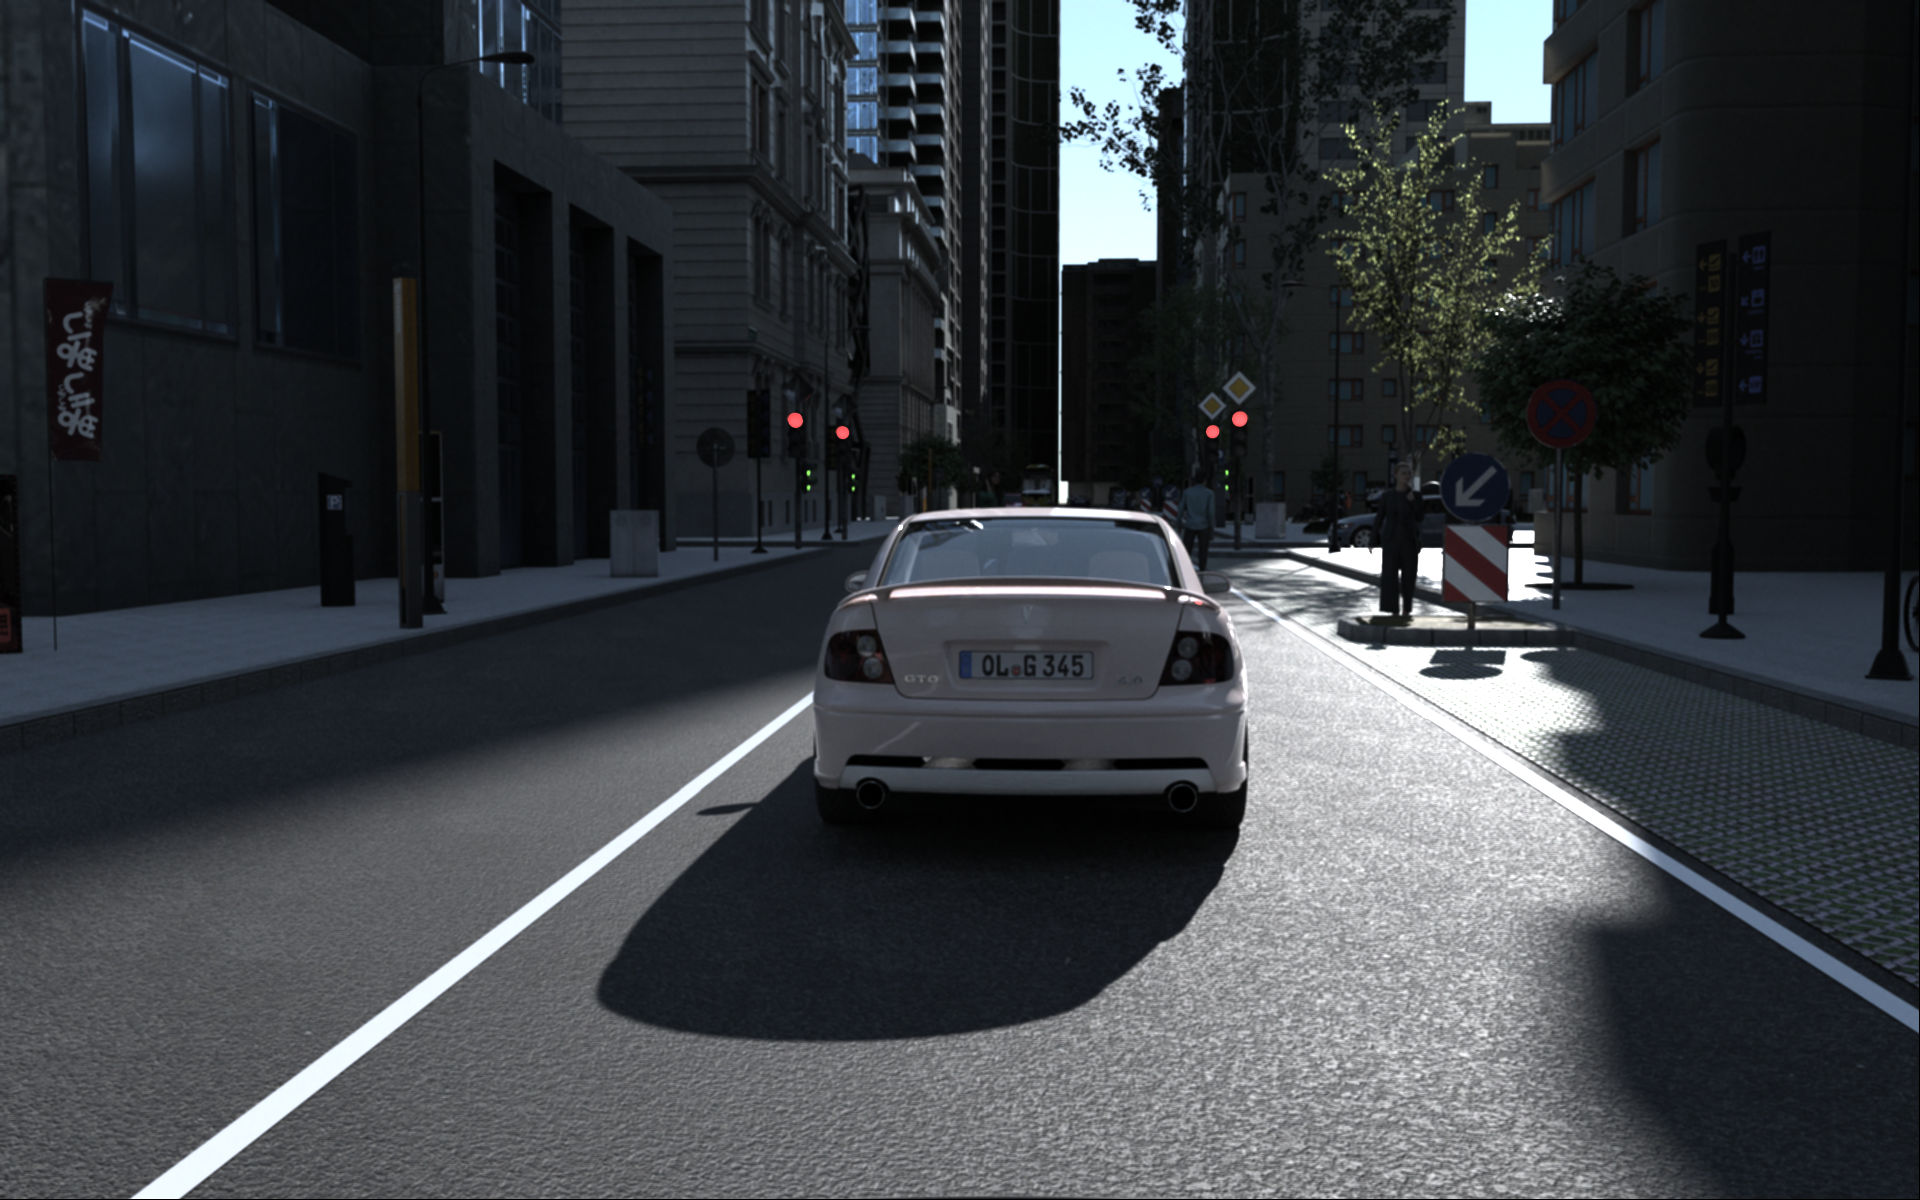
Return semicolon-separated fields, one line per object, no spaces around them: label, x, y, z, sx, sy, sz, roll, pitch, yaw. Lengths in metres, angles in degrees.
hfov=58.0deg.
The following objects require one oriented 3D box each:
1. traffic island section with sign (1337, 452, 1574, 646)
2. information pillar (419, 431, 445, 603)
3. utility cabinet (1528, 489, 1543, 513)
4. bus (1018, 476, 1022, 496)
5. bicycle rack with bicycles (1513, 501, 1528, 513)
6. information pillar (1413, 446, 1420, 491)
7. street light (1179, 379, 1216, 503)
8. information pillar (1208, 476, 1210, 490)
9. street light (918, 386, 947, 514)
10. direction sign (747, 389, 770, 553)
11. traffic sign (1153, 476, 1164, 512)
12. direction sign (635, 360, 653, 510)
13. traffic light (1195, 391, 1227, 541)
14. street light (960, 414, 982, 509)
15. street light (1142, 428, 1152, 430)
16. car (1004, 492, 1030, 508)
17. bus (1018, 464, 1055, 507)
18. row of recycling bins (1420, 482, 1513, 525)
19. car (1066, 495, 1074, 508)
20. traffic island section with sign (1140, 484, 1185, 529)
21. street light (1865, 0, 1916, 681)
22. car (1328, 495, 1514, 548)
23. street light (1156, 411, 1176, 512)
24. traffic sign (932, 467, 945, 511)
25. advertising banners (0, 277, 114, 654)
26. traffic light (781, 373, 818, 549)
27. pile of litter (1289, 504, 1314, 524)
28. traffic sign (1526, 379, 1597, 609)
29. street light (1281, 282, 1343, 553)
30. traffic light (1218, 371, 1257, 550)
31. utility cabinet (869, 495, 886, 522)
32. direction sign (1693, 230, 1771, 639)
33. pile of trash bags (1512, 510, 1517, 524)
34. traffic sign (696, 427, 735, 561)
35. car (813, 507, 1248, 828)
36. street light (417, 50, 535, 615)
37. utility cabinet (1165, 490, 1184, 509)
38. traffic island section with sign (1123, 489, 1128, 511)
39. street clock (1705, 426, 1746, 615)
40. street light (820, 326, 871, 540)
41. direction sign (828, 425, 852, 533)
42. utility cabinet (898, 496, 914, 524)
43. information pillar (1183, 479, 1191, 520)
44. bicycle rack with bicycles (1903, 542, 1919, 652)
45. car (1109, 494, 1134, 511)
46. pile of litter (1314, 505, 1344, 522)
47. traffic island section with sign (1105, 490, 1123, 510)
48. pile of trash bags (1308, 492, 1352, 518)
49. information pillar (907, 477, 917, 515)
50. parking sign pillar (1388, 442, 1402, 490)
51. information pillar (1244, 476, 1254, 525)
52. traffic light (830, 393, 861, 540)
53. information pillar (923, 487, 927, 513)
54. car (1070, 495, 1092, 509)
traffic island section with sign;4.835;-0.526;17.227;1.989;1.847;2.006;0;4;4
information pillar;-6.269;-0.966;20.287;0.304;2.012;0.304;2;4;25
utility cabinet;26.616;-4.319;79.289;1.173;1.500;0.318;-1;4;-15
bus;7.417;-10.700;166.496;2.896;3.916;12.252;0;4;5
bicycle rack with bicycles;28.183;-4.667;89.686;2.852;0.926;2.925;2;4;35
information pillar;22.201;-5.681;84.236;0.504;3.616;0.183;-3;4;-39
street light;9.736;-5.963;70.033;1.470;5.913;1.316;0;4;4
information pillar;10.419;-4.152;72.385;0.304;2.012;0.304;2;4;34
street light;-1.237;-6.240;74.569;1.470;5.913;1.316;0;4;4
direction sign;-4.366;-2.790;37.606;0.379;3.537;0.876;-3;4;-39
traffic sign;13.908;-7.432;121.626;0.768;2.556;0.104;1;4;10
direction sign;-5.410;-2.308;29.739;0.379;3.537;0.876;0;4;7
traffic light;6.886;-3.585;47.531;0.839;4.253;0.868;0;4;4
street light;0.596;-7.836;100.665;1.470;5.913;1.316;0;4;4
street light;13.578;-9.165;122.395;1.470;5.913;1.316;0;4;4
car;2.234;-4.441;81.645;2.155;1.783;4.494;0;4;4
bus;6.681;-9.525;147.285;2.896;3.916;12.252;0;4;4
row of recycling bins;17.470;-3.229;59.915;3.534;1.692;1.069;-1;4;-18
car;11.715;-9.938;174.842;2.083;1.381;4.827;0;4;3
traffic island section with sign;8.618;-3.887;72.183;1.989;1.847;2.006;0;4;4
street light;5.942;-2.410;11.941;1.470;5.913;1.316;0;4;4
car;11.476;-1.913;43.272;4.499;1.417;2.014;0;4;2
street light;11.753;-7.558;96.117;1.470;5.913;1.316;0;4;4
traffic sign;-1.082;-5.004;81.924;0.768;2.556;0.104;1;4;12
advertising banners;-7.793;-1.074;13.740;2.074;3.025;0.090;-3;4;-38
traffic light;-3.752;-3.139;40.241;0.839;4.253;0.868;0;4;4
pile of litter;15.273;-3.784;75.829;1.719;0.858;1.176;1;4;11
traffic sign;6.645;-1.169;19.223;0.768;2.556;0.104;0;4;4
street light;7.721;-4.006;38.041;1.470;5.913;1.316;0;4;4
traffic light;6.337;-3.097;39.564;0.839;4.253;0.868;0;4;4
utility cabinet;-3.834;-4.270;80.971;0.306;1.237;1.020;2;4;30
direction sign;6.819;-1.431;15.386;0.379;3.537;0.876;-1;4;-17
pile of trash bags;21.925;-3.937;74.124;3.447;1.369;1.912;0;4;-4
traffic sign;-4.669;-2.016;33.069;0.768;2.556;0.104;1;4;10
car;0.385;0.214;8.856;2.083;1.381;4.827;0;4;3
street light;-5.149;-2.801;18.336;1.470;5.913;1.316;0;4;4
utility cabinet;13.263;-6.012;106.975;1.173;1.500;0.318;-2;4;-25
traffic island section with sign;10.497;-5.542;99.240;1.989;1.847;2.006;0;4;4
street clock;8.129;-0.848;18.428;0.471;2.002;0.358;-3;5;-41
street light;-3.170;-4.621;48.096;1.470;5.913;1.316;0;4;4
direction sign;-3.999;-3.992;57.269;0.876;3.537;0.379;-2;4;-25
utility cabinet;-2.204;-3.664;71.062;0.306;1.237;1.020;1;4;21
information pillar;11.196;-4.951;85.435;0.304;2.012;0.304;1;4;17
bicycle rack with bicycles;8.424;0.046;12.627;2.852;0.926;2.925;1;4;18
car;13.004;-7.769;139.019;2.014;1.417;4.499;0;4;4
pile of litter;14.929;-3.286;67.695;1.719;0.858;1.176;0;4;1
traffic island section with sign;15.790;-10.245;176.138;1.989;1.847;2.006;0;4;4
pile of trash bags;19.791;-5.032;92.029;1.912;1.369;3.447;3;5;44
information pillar;-2.111;-4.387;76.220;0.304;2.012;0.304;3;4;39
parking sign pillar;22.792;-6.253;90.703;1.447;3.967;1.447;2;4;26
information pillar;11.935;-4.095;71.448;0.304;2.012;0.304;-1;4;-12
traffic light;-3.203;-3.626;48.207;0.839;4.253;0.868;0;4;4
information pillar;-1.933;-6.593;99.155;0.504;3.616;0.183;3;5;40
car;10.525;-8.482;151.255;1.945;1.354;3.894;0;4;6
